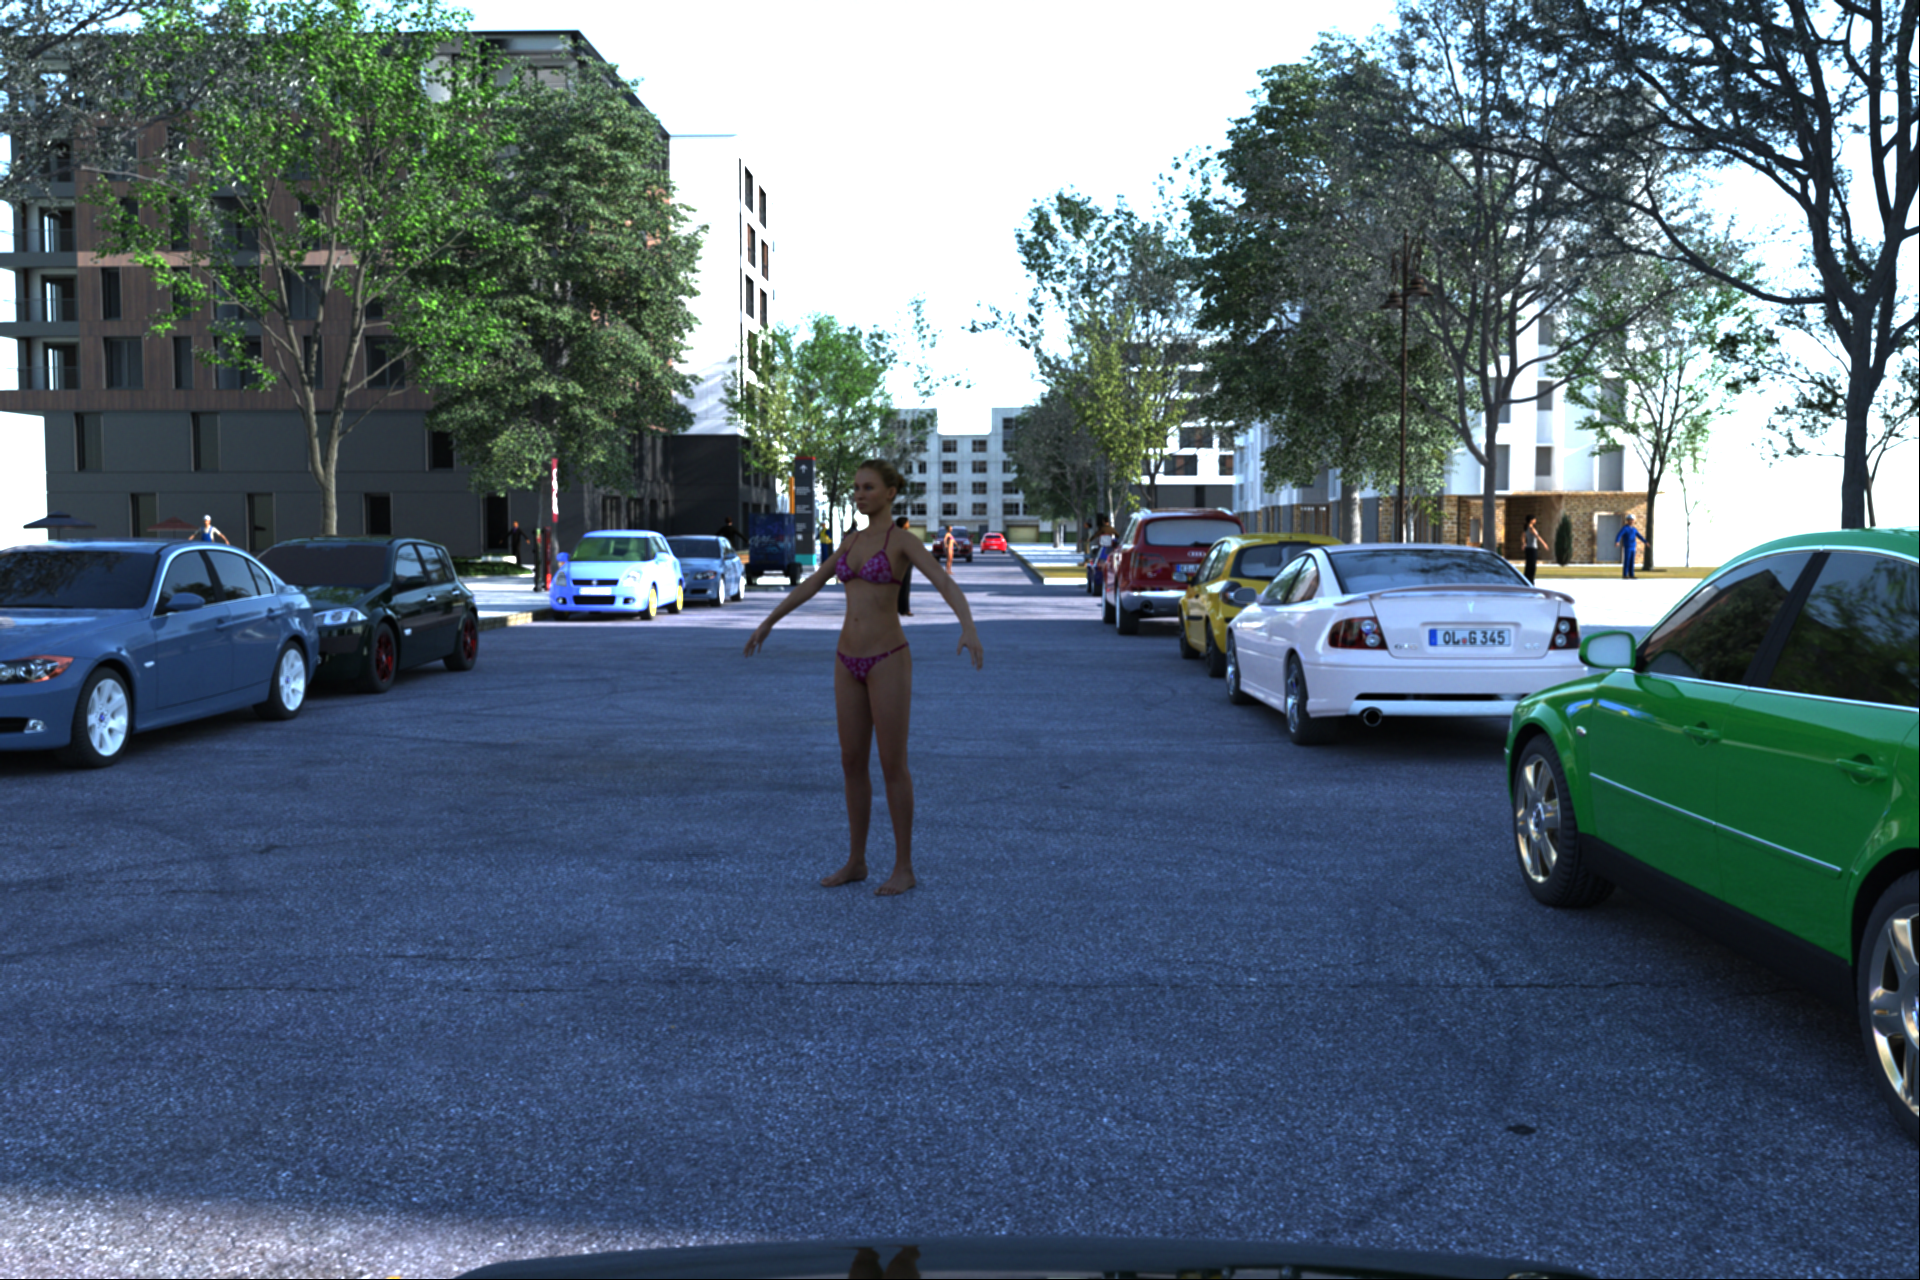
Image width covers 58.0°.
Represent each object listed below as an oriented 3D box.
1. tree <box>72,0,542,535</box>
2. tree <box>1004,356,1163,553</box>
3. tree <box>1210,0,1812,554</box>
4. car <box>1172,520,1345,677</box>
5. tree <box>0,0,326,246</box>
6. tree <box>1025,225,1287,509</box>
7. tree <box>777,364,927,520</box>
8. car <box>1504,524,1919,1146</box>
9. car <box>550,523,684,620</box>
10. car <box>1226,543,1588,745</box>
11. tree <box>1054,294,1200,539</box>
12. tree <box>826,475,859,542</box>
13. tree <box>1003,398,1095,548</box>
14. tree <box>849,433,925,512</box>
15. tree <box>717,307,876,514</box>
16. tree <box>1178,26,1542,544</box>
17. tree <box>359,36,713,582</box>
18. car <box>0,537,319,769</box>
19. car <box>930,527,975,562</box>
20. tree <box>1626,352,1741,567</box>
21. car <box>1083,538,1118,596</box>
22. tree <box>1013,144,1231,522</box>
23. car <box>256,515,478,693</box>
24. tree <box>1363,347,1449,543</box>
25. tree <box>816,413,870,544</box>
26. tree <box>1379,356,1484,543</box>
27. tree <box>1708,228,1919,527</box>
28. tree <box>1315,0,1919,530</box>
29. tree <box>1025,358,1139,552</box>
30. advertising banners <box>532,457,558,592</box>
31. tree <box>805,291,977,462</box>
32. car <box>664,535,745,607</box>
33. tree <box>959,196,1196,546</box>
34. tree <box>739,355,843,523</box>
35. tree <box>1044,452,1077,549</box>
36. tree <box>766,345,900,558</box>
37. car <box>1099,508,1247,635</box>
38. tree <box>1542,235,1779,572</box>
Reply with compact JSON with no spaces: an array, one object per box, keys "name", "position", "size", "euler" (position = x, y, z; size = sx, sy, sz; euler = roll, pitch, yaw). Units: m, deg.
[{"name":"tree","position":[-11.308,-6.410,30.566],"size":[9.928,11.665,9.643],"euler":[0,3,0]},{"name":"tree","position":[7.831,-12.504,114.811],"size":[12.009,13.543,11.850],"euler":[0,3,0]},{"name":"tree","position":[9.953,-7.473,32.551],"size":[12.009,13.543,11.850],"euler":[0,3,0]},{"name":"car","position":[3.358,-0.519,18.715],"size":[2.015,1.641,3.980],"euler":[0,4,1]},{"name":"tree","position":[-12.361,-6.607,18.396],"size":[12.009,13.543,11.850],"euler":[0,3,0]},{"name":"tree","position":[7.699,-9.768,70.078],"size":[12.009,13.543,11.850],"euler":[0,3,0]},{"name":"tree","position":[-7.381,-12.795,119.567],"size":[12.009,13.543,11.850],"euler":[0,3,0]},{"name":"car","position":[3.097,0.214,5.295],"size":[1.959,1.807,4.718],"euler":[0,3,0]},{"name":"car","position":[-5.901,-1.244,29.933],"size":[1.945,1.707,3.694],"euler":[0,4,1]},{"name":"car","position":[3.191,-0.047,13.126],"size":[2.083,1.381,4.827],"euler":[0,4,0]},{"name":"tree","position":[4.928,-6.317,53.641],"size":[4.737,8.622,4.395],"euler":[0,3,0]},{"name":"tree","position":[-16.639,-20.463,244.937],"size":[12.009,13.543,11.850],"euler":[0,3,0]},{"name":"tree","position":[8.793,-15.255,156.074],"size":[9.857,13.997,8.962],"euler":[0,3,0]},{"name":"tree","position":[-6.637,-13.465,154.564],"size":[7.601,10.594,8.767],"euler":[-2,4,-35]},{"name":"tree","position":[-7.386,-9.360,78.796],"size":[9.928,11.665,9.643],"euler":[0,3,0]},{"name":"tree","position":[10.071,-8.409,44.150],"size":[9.857,13.997,8.962],"euler":[0,3,0]},{"name":"tree","position":[-11.079,-8.530,46.124],"size":[9.857,13.997,8.962],"euler":[0,3,0]},{"name":"car","position":[-6.045,-0.008,12.131],"size":[2.014,1.417,4.499],"euler":[0,4,2]},{"name":"car","position":[-0.375,-4.960,89.765],"size":[2.281,1.827,5.304],"euler":[0,4,1]},{"name":"tree","position":[28.269,-7.114,66.677],"size":[4.360,8.622,3.978],"euler":[0,3,0]},{"name":"car","position":[3.928,-1.745,41.116],"size":[1.945,1.354,3.894],"euler":[0,4,1]},{"name":"tree","position":[9.579,-13.935,83.723],"size":[12.611,20.169,13.585],"euler":[0,3,0]},{"name":"car","position":[-6.003,-0.429,16.809],"size":[2.009,1.686,4.222],"euler":[0,4,1]},{"name":"tree","position":[14.516,-6.508,56.762],"size":[4.737,8.622,4.395],"euler":[0,3,0]},{"name":"tree","position":[-7.159,-9.287,102.203],"size":[4.737,8.622,4.395],"euler":[0,3,0]},{"name":"tree","position":[17.486,-7.175,67.681],"size":[4.360,8.622,3.978],"euler":[0,3,0]},{"name":"tree","position":[26.808,-7.122,50.863],"size":[8.767,10.594,7.601],"euler":[-1,4,-9]},{"name":"tree","position":[9.433,-6.578,17.919],"size":[12.009,13.543,11.850],"euler":[0,3,0]},{"name":"tree","position":[9.028,-13.484,127.124],"size":[9.857,13.997,8.962],"euler":[0,3,0]},{"name":"advertising banners","position":[-9.303,-2.617,38.976],"size":[0.090,3.025,2.074],"euler":[0,4,2]},{"name":"tree","position":[-5.401,-17.089,135.297],"size":[12.611,20.169,13.585],"euler":[0,3,0]},{"name":"car","position":[-5.516,-1.443,35.602],"size":[2.014,1.417,4.499],"euler":[0,4,1]},{"name":"tree","position":[6.825,-14.826,98.298],"size":[12.611,20.169,13.585],"euler":[0,3,0]},{"name":"tree","position":[-7.215,-7.382,71.064],"size":[4.737,8.622,4.395],"euler":[0,3,0]},{"name":"tree","position":[8.275,-11.824,143.683],"size":[4.360,8.622,3.978],"euler":[0,3,0]},{"name":"tree","position":[-6.840,-10.242,93.214],"size":[9.928,11.665,9.643],"euler":[0,3,0]},{"name":"car","position":[3.271,-1.068,26.140],"size":[2.281,1.827,5.304],"euler":[0,4,1]},{"name":"tree","position":[23.940,-8.175,59.421],"size":[9.928,11.665,9.643],"euler":[0,3,0]}]
